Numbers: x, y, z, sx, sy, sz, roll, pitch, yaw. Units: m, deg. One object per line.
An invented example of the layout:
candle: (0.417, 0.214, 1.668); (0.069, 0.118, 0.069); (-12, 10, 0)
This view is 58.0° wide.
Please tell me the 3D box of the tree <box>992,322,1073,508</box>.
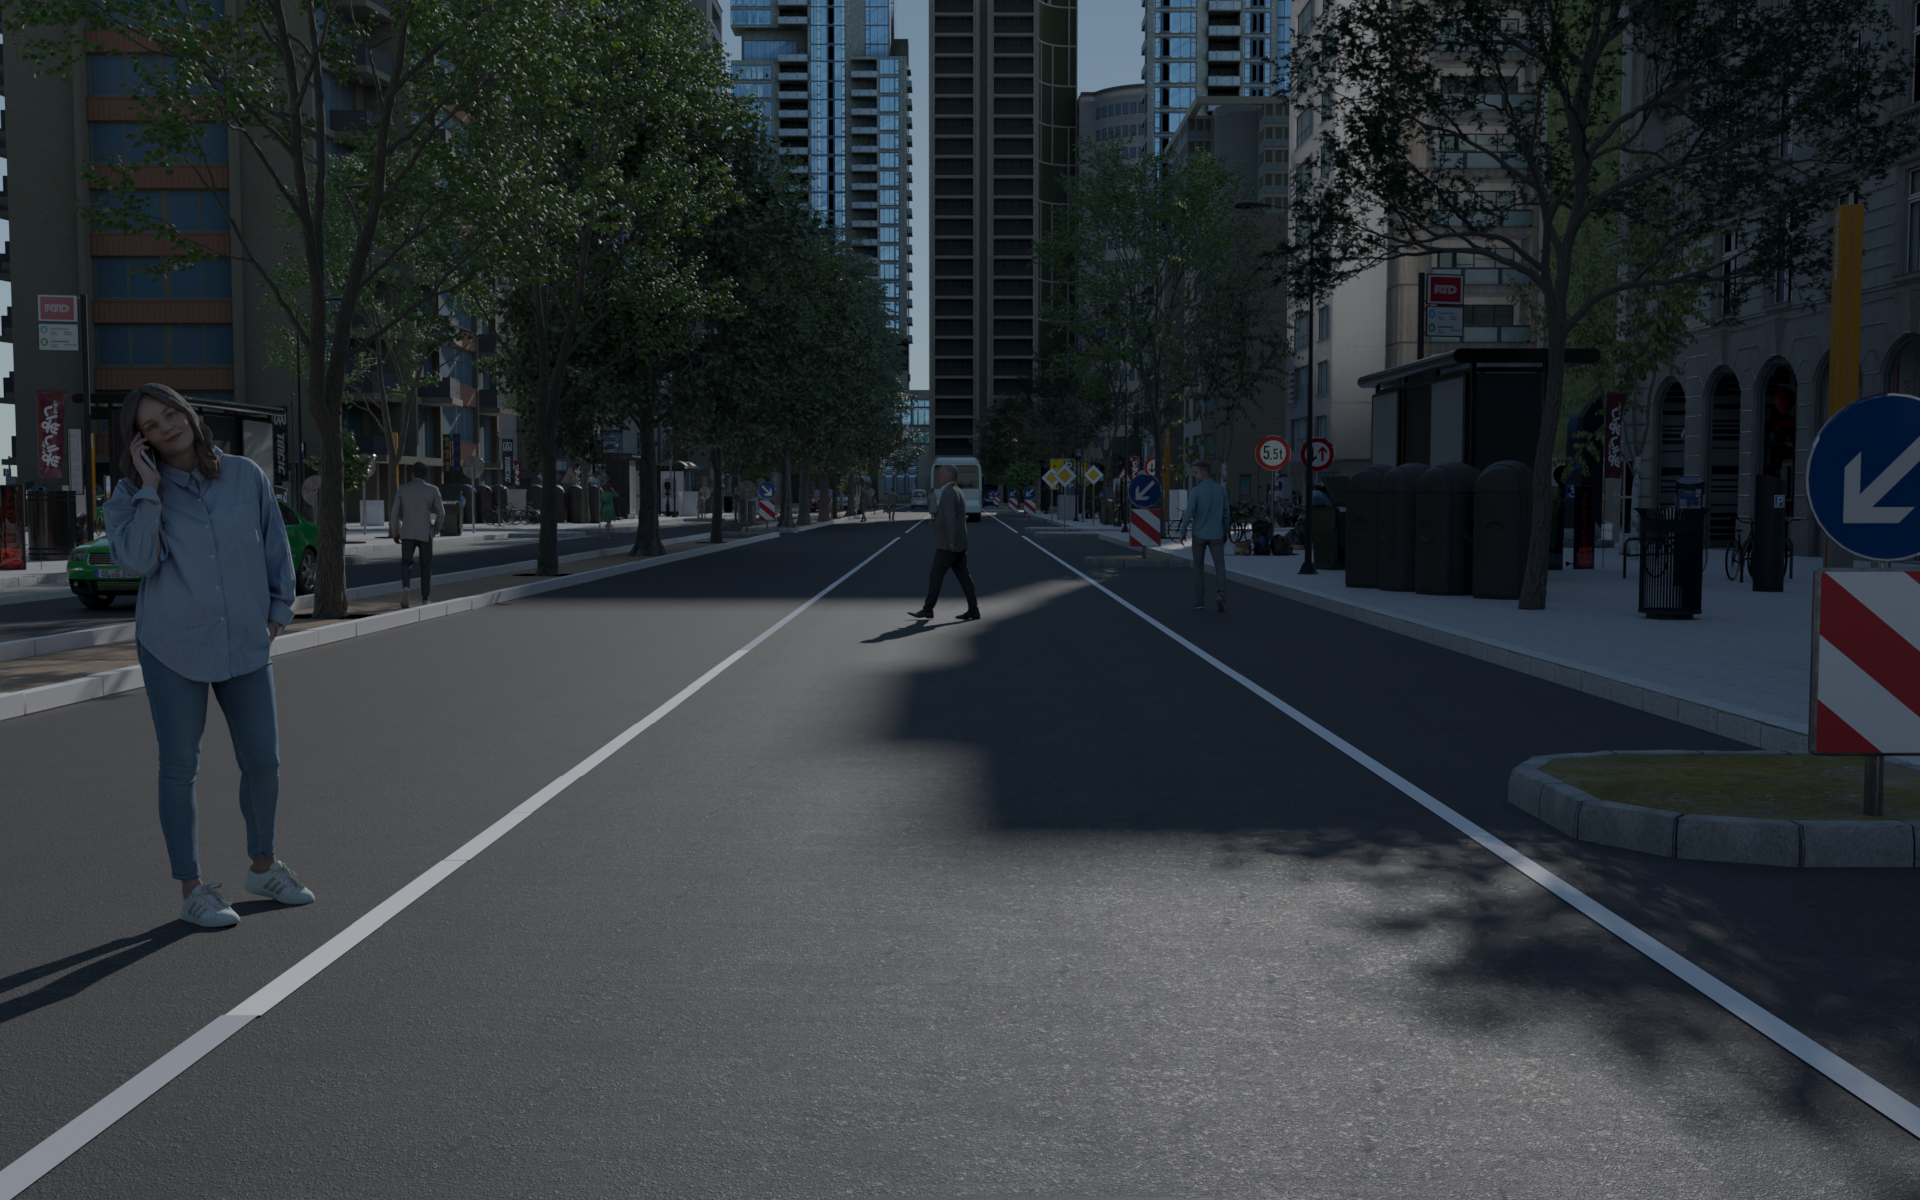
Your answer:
tree: (6.174, -8.550, 74.209); (8.767, 10.594, 7.601); (0, 4, -4)

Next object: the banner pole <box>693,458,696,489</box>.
banner pole: (-18.303, -7.904, 119.253); (0.401, 3.779, 0.863); (0, 4, 6)

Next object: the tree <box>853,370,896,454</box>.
tree: (-6.924, -7.422, 49.560); (9.928, 11.665, 9.643); (0, 3, 0)

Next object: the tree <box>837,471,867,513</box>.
tree: (-7.338, -10.398, 122.826); (4.360, 8.622, 3.978); (0, 3, 0)

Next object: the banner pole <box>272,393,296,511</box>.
banner pole: (-16.787, -3.251, 43.167); (0.863, 3.779, 0.401); (1, 4, 21)

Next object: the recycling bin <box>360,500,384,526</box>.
recycling bin: (-23.656, -3.494, 69.687); (0.722, 1.027, 0.722); (-3, 5, -42)

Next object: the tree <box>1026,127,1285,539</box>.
tree: (5.631, -7.570, 49.527); (9.928, 11.665, 9.643); (0, 3, 0)

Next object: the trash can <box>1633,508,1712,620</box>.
trash can: (7.312, -0.377, 17.814); (0.748, 1.137, 0.748); (0, 3, 0)

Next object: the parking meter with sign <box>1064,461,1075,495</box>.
parking meter with sign: (5.769, -5.780, 90.771); (0.543, 3.016, 1.738); (0, 4, -1)

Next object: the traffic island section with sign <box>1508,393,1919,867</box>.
traffic island section with sign: (3.548, 0.063, 7.594); (1.989, 1.847, 2.006); (0, 3, 0)

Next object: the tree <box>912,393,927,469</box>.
tree: (-6.914, -11.623, 109.498); (9.611, 12.733, 9.660); (0, 3, 0)

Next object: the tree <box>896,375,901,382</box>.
tree: (-7.168, -10.487, 99.680); (9.928, 11.665, 9.643); (0, 3, 0)

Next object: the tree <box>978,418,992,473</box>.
tree: (6.461, -12.051, 131.446); (8.767, 10.594, 7.601); (1, 4, 20)

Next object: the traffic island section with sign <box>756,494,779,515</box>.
traffic island section with sign: (-13.360, -6.665, 117.595); (1.989, 1.847, 2.006); (0, 3, 0)

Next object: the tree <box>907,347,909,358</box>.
tree: (-7.063, -11.018, 89.260); (9.857, 13.997, 8.962); (0, 3, 0)

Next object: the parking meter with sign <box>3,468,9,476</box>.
parking meter with sign: (-63.930, -7.403, 117.303); (1.738, 3.016, 0.543); (2, 4, 25)

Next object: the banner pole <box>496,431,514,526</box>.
banner pole: (-18.125, -4.823, 68.871); (0.863, 3.779, 0.401); (-3, 4, -37)

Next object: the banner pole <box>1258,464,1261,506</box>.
banner pole: (16.904, -6.592, 97.802); (0.401, 3.779, 0.863); (0, 4, -3)

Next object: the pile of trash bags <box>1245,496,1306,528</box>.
pile of trash bags: (12.988, -3.466, 66.415); (3.447, 1.369, 1.912); (0, 4, -7)

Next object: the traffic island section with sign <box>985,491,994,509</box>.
traffic island section with sign: (3.421, -9.742, 167.915); (1.989, 1.847, 2.006); (0, 3, 0)

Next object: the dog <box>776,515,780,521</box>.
dog: (-8.975, -4.141, 86.996); (0.540, 0.507, 0.406); (-3, 4, -36)

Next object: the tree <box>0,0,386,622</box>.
tree: (-7.115, -5.577, 19.401); (9.928, 11.665, 9.643); (0, 3, 0)

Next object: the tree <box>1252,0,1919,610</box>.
tree: (6.661, -5.161, 18.791); (7.601, 10.594, 8.767); (2, 4, 31)

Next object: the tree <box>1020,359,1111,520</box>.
tree: (5.905, -8.218, 84.724); (4.360, 8.622, 3.978); (0, 3, 0)

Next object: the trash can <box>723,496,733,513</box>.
trash can: (-16.037, -6.618, 119.864); (0.748, 1.137, 0.748); (0, 3, 0)

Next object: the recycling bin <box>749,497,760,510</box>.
recycling bin: (-16.110, -7.527, 135.615); (0.722, 1.027, 0.722); (-2, 4, -25)

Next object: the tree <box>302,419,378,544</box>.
tree: (-15.820, -3.070, 44.793); (1.663, 3.219, 1.824); (0, 3, 0)

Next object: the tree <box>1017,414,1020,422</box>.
tree: (5.773, -9.278, 102.052); (4.360, 8.622, 3.978); (0, 3, 0)

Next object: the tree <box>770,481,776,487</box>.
tree: (-16.996, -9.526, 150.349); (1.663, 3.219, 1.824); (0, 3, 0)

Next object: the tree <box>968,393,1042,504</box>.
tree: (6.105, -18.739, 213.044); (9.857, 13.997, 8.962); (0, 3, 0)

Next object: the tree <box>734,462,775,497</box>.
tree: (-16.723, -9.632, 141.199); (4.285, 4.588, 4.351); (0, 3, 0)

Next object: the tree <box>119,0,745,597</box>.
tree: (-7.057, -6.203, 29.635); (9.928, 11.665, 9.643); (0, 3, 0)

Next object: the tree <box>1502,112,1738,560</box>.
tree: (12.995, -5.086, 33.521); (4.737, 8.622, 4.395); (0, 3, 0)

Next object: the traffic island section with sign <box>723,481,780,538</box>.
traffic island section with sign: (-7.193, -3.037, 57.786); (2.006, 1.907, 1.989); (0, 3, 0)

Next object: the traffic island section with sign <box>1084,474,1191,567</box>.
traffic island section with sign: (3.531, -1.605, 34.865); (1.989, 1.847, 2.006); (0, 3, 0)

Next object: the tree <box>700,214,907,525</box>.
tree: (-7.201, -10.410, 79.322); (9.857, 13.997, 8.962); (0, 3, 0)

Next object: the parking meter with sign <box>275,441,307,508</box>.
parking meter with sign: (-22.495, -3.722, 57.116); (1.738, 3.016, 0.543); (-3, 4, -36)

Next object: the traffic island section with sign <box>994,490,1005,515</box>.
traffic island section with sign: (3.457, -6.634, 117.095); (1.989, 1.847, 2.006); (0, 3, 0)

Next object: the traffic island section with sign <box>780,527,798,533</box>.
traffic island section with sign: (-7.189, -3.490, 65.193); (2.006, 1.907, 1.989); (0, 3, 0)

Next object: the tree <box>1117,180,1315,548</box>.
tree: (6.362, -5.577, 41.548); (4.360, 8.622, 3.978); (0, 3, 0)

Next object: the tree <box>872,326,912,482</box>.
tree: (-6.992, -9.172, 69.425); (9.611, 12.733, 9.660); (0, 3, 0)

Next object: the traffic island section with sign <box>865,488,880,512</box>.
traffic island section with sign: (-7.261, -8.085, 140.332); (2.006, 1.907, 1.989); (0, 3, 0)

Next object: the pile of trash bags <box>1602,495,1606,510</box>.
pile of trash bags: (16.305, -2.341, 48.031); (3.447, 1.369, 1.912); (-1, 4, -15)

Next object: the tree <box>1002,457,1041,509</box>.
tree: (5.621, -10.275, 151.715); (4.285, 4.588, 4.351); (0, 3, 0)

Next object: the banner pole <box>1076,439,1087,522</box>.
banner pole: (5.533, -5.477, 79.564); (0.401, 3.779, 0.863); (-2, 4, -28)

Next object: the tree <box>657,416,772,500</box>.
tree: (-16.035, -10.821, 111.333); (7.601, 10.594, 8.767); (1, 4, 9)

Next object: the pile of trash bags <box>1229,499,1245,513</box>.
pile of trash bags: (12.275, -4.307, 80.170); (1.912, 1.369, 3.447); (-3, 4, -36)

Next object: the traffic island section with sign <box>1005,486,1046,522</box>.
traffic island section with sign: (3.486, -4.985, 90.140); (1.989, 1.847, 2.006); (0, 3, 0)

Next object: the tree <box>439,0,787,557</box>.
tree: (-7.178, -7.352, 39.676); (9.611, 12.733, 9.660); (0, 3, 0)

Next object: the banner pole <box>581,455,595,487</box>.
banner pole: (-17.964, -5.713, 83.423); (0.863, 3.779, 0.401); (-1, 4, -22)

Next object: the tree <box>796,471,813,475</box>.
tree: (-16.213, -15.184, 182.664); (8.767, 10.594, 7.601); (1, 4, 9)
